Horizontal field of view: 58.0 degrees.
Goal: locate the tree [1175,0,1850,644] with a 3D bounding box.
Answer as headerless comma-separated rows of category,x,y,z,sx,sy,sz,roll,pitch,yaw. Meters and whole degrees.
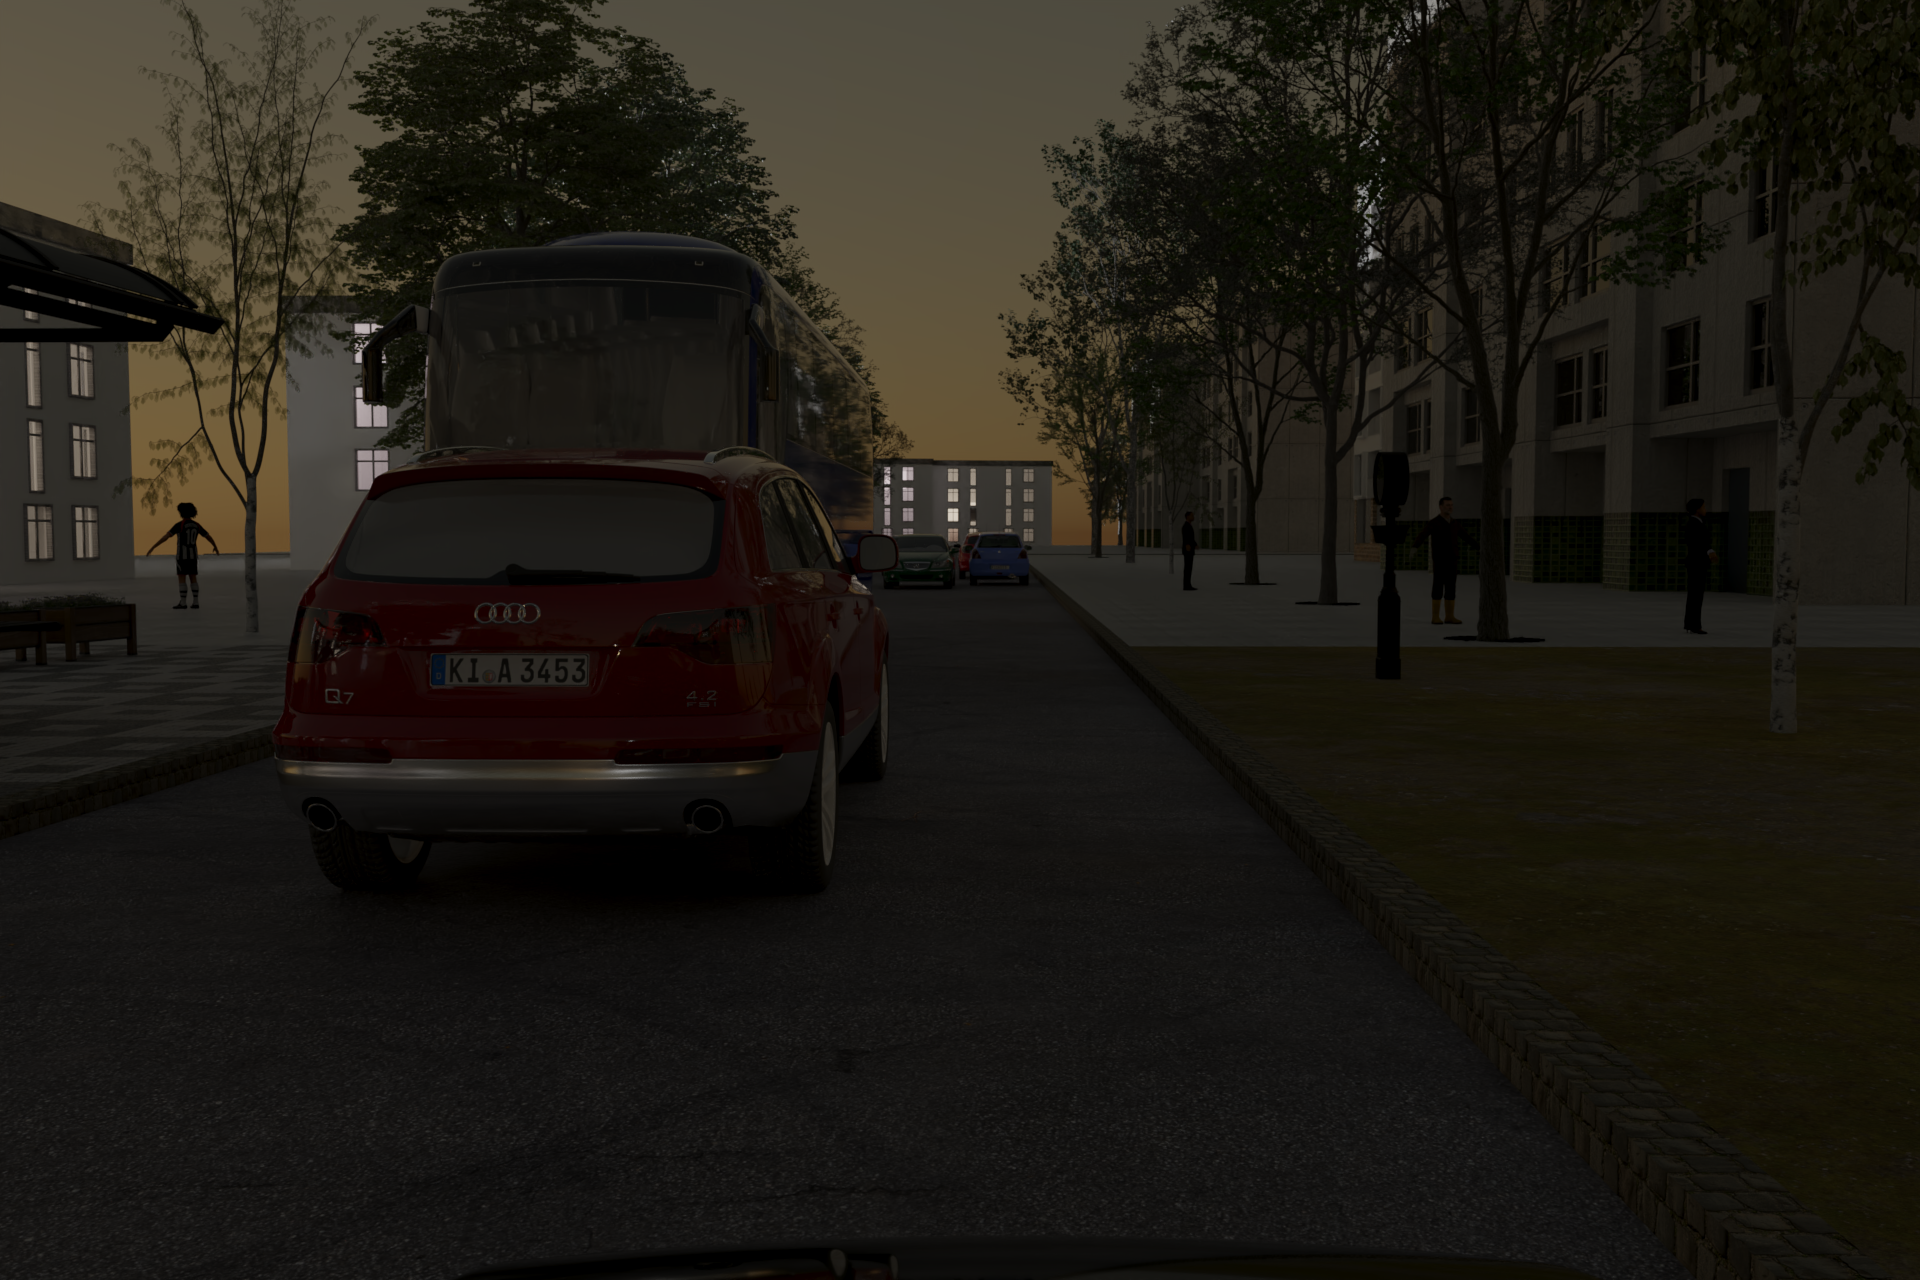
tree,6.430,-5.800,20.584,9.928,11.665,9.643,0,3,0

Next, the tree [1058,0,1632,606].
tree,6.800,-7.384,31.095,12.009,13.543,11.850,0,3,0

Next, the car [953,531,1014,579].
car,0.849,-2.897,56.407,2.155,1.783,4.494,0,4,0

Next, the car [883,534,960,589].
car,-1.063,-2.132,46.662,2.131,1.459,4.920,0,4,1

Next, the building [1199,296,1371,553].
building,29.072,-16.427,135.038,16.747,18.905,31.486,0,4,1

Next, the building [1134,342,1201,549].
building,26.387,-18.454,168.178,16.747,18.905,31.486,0,4,1

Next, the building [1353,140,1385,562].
building,23.953,-13.758,81.359,16.016,20.090,11.380,0,4,1

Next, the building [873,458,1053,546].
building,-3.536,-15.231,193.627,28.070,9.664,9.099,0,4,-7

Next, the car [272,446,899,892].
car,-1.479,0.011,8.488,2.281,1.827,5.304,0,4,2

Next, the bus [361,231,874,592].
bus,-2.578,-1.620,18.029,2.896,3.916,12.251,0,4,1

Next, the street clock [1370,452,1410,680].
street clock,3.794,-0.656,15.293,0.358,2.002,0.471,0,4,2

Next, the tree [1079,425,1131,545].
tree,18.180,-17.624,194.807,9.857,13.997,8.962,0,3,0

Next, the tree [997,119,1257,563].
tree,8.110,-13.568,77.729,12.611,20.169,13.585,0,3,0

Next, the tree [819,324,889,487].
tree,-7.628,-10.759,94.040,7.486,12.596,7.792,0,3,0

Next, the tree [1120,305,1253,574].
tree,6.758,-6.453,55.869,4.360,8.622,3.978,0,3,0

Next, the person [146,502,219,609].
person,-13.256,-1.439,29.668,0.704,1.843,1.345,2,4,32

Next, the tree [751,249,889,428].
tree,-8.049,-10.022,74.231,12.009,13.543,11.850,0,3,0

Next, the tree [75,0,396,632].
tree,-9.169,-4.392,22.167,4.360,8.622,3.978,0,3,0

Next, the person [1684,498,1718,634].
person,9.544,-0.950,22.260,0.721,1.740,1.216,1,4,12

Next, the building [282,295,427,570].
building,-22.832,-8.133,75.115,9.099,9.664,28.070,0,4,1

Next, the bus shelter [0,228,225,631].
bus shelter,-6.533,-0.993,10.153,2.014,3.302,5.546,0,4,2

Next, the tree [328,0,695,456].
tree,-8.598,-7.063,33.603,7.486,12.596,7.792,0,3,0

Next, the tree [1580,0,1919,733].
tree,5.515,-3.697,10.807,4.737,8.622,4.395,0,3,0

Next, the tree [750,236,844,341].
tree,-7.831,-8.283,61.176,9.928,11.665,9.643,0,3,0

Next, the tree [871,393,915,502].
tree,-7.172,-10.431,104.952,8.767,10.594,7.601,-1,4,-13

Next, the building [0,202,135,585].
building,-25.241,-5.766,36.423,9.099,9.664,28.070,0,4,2

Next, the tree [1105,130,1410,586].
tree,7.412,-7.207,43.597,9.928,11.665,9.643,0,3,0

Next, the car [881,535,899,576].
car,-1.793,-2.992,60.929,2.014,1.417,4.499,0,4,1

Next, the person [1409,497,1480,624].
person,6.913,-1.131,24.624,1.346,1.812,0.704,-1,4,-22

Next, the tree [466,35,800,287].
tree,-8.778,-8.531,46.134,9.857,13.997,8.962,0,3,0

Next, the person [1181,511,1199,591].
person,5.236,-2.032,39.456,0.704,1.802,1.346,1,4,16

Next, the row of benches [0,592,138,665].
row of benches,-9.332,-0.068,16.582,1.422,0.672,4.104,1,4,9

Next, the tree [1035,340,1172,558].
tree,7.553,-10.231,93.036,9.928,11.665,9.643,0,3,0

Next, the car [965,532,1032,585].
car,1.103,-2.444,49.552,1.945,1.707,3.694,0,4,0

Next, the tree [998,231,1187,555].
tree,8.222,-15.400,107.680,12.611,20.169,13.585,0,3,0

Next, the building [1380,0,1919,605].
building,23.373,-10.998,46.280,16.747,18.905,31.486,0,4,1
